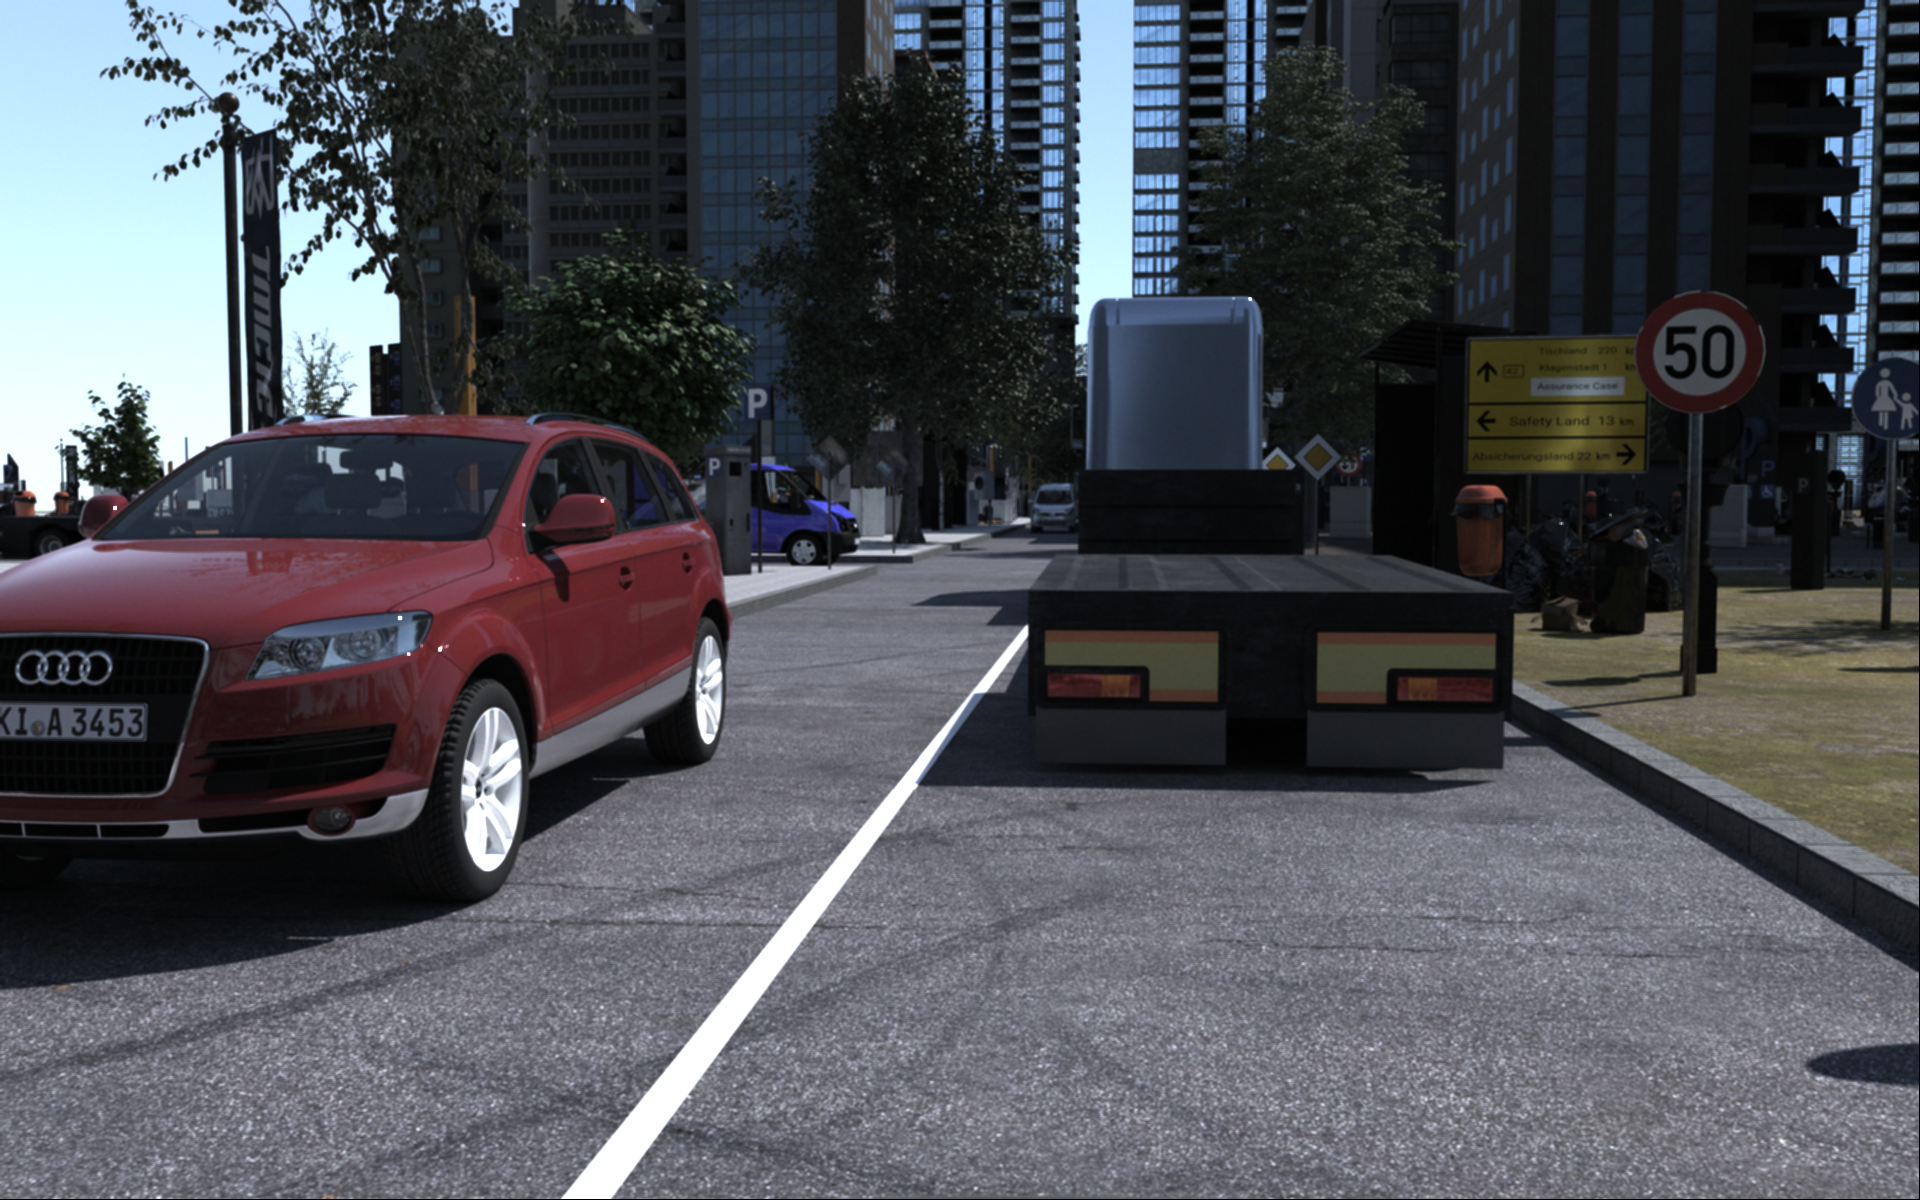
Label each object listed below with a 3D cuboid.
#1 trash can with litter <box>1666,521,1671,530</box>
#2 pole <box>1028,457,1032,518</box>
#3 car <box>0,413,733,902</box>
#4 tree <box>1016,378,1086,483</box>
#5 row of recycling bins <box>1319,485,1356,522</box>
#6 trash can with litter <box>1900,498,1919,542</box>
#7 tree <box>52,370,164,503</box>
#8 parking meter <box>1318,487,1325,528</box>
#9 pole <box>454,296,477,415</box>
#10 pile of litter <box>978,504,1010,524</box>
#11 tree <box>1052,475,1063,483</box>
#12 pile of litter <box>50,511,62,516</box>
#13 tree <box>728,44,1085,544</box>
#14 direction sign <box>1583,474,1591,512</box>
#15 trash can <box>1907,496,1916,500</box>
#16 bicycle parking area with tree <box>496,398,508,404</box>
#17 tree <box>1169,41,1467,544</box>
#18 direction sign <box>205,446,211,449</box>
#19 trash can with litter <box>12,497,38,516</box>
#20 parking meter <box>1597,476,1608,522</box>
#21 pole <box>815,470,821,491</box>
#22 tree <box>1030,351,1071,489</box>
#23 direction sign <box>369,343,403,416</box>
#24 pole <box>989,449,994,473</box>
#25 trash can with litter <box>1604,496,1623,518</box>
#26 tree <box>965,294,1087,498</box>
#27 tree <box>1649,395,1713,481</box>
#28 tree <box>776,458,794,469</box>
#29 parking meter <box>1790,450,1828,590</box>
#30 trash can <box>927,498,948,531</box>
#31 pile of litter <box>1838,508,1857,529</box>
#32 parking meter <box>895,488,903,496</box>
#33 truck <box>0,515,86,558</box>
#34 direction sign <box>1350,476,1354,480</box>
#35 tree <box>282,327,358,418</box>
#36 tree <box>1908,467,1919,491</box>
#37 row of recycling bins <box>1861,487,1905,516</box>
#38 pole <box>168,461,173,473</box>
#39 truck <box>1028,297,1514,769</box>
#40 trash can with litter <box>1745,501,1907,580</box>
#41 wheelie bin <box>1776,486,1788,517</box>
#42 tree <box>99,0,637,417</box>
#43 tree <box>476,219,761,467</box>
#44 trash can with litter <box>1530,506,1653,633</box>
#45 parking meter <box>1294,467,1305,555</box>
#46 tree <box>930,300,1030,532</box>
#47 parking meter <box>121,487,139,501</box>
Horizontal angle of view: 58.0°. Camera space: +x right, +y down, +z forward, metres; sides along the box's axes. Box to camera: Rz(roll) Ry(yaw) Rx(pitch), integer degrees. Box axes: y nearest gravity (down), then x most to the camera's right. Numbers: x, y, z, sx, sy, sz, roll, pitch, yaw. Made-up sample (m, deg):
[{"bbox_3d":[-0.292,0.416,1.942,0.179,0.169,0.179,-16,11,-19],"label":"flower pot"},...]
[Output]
[{"bbox_3d":[25.852,-3.111,62.248,1.055,1.170,0.624,-2,4,-34],"label":"trash can with litter"},{"bbox_3d":[3.753,-6.078,93.219,0.158,3.312,0.155,0,3,0],"label":"pole"},{"bbox_3d":[-2.478,0.050,7.857,2.281,1.827,5.304,0,4,6],"label":"car"},{"bbox_3d":[7.406,-12.207,134.002,8.767,10.594,7.601,3,5,44],"label":"tree"},{"bbox_3d":[17.097,-4.464,80.106,3.534,1.692,1.069,-2,4,-29],"label":"row of recycling bins"},{"bbox_3d":[25.495,-2.111,45.903,1.055,1.170,0.624,-2,4,-29],"label":"trash can with litter"},{"bbox_3d":[-13.005,-1.993,27.193,1.663,3.219,1.824,0,3,0],"label":"tree"},{"bbox_3d":[13.441,-3.447,64.775,0.372,1.533,0.369,0,3,0],"label":"parking meter"},{"bbox_3d":[-5.100,-1.473,17.925,0.158,3.312,0.155,0,3,0],"label":"pole"},{"bbox_3d":[1.334,-3.654,73.705,1.719,0.858,1.176,0,4,-6],"label":"pile of litter"},{"bbox_3d":[8.733,-9.698,153.171,1.663,3.219,1.824,0,3,0],"label":"tree"},{"bbox_3d":[-50.829,-5.129,97.820,1.176,0.858,1.719,2,4,35],"label":"pile of litter"},{"bbox_3d":[-1.315,-7.814,44.769,9.611,12.733,9.660,0,3,0],"label":"tree"},{"bbox_3d":[25.376,-4.780,70.153,0.379,3.537,0.876,3,5,41],"label":"direction sign"},{"bbox_3d":[58.595,-5.812,106.676,0.748,1.137,0.748,0,3,0],"label":"trash can"},{"bbox_3d":[-11.143,-3.927,51.214,8.231,4.147,9.016,1,4,20],"label":"bicycle parking area with tree"},{"bbox_3d":[8.994,-7.735,44.587,7.486,12.596,7.792,0,3,0],"label":"tree"},{"bbox_3d":[-35.497,-5.522,82.282,0.379,3.537,0.876,1,4,16],"label":"direction sign"},{"bbox_3d":[-50.989,-5.091,94.302,2.233,1.210,1.678,0,4,-3],"label":"trash can with litter"},{"bbox_3d":[21.022,-3.117,56.674,0.255,1.863,0.399,3,4,37],"label":"parking meter"},{"bbox_3d":[-5.544,-4.513,67.636,0.158,3.312,0.155,0,3,0],"label":"pole"},{"bbox_3d":[2.519,-8.072,82.331,4.737,8.622,4.395,0,3,0],"label":"tree"},{"bbox_3d":[-8.684,-2.097,26.279,0.876,3.537,0.379,3,5,41],"label":"direction sign"},{"bbox_3d":[1.434,-5.161,78.227,0.158,3.312,0.155,0,3,0],"label":"pole"},{"bbox_3d":[19.055,-2.484,51.676,2.233,1.210,1.678,1,4,13],"label":"trash can with litter"},{"bbox_3d":[4.764,-11.918,105.230,12.009,13.543,11.850,0,3,0],"label":"tree"},{"bbox_3d":[27.615,-7.087,66.235,4.737,8.622,4.395,0,3,0],"label":"tree"},{"bbox_3d":[-9.580,-6.046,93.457,1.663,3.219,1.824,0,3,0],"label":"tree"},{"bbox_3d":[11.439,-1.078,23.344,0.255,1.863,0.399,-1,4,-20],"label":"parking meter"},{"bbox_3d":[-0.778,-3.015,60.945,0.748,1.137,0.748,0,3,0],"label":"trash can"},{"bbox_3d":[32.501,-3.046,63.771,1.719,0.858,1.176,-2,4,-30],"label":"pile of litter"},{"bbox_3d":[-2.712,-4.216,77.342,0.372,1.533,0.369,0,3,0],"label":"parking meter"},{"bbox_3d":[-23.987,-2.790,35.368,18.799,4.110,2.967,0,4,5],"label":"truck"},{"bbox_3d":[21.840,-6.444,97.362,0.876,3.537,0.379,-3,4,-38],"label":"direction sign"},{"bbox_3d":[-28.526,-7.673,75.812,4.737,8.622,4.395,0,3,0],"label":"tree"},{"bbox_3d":[36.185,-4.270,64.408,1.663,3.219,1.824,0,3,0],"label":"tree"},{"bbox_3d":[51.535,-5.479,96.698,1.069,1.692,3.534,0,4,0],"label":"row of recycling bins"},{"bbox_3d":[-50.460,-7.142,110.612,0.158,3.312,0.155,0,3,0],"label":"pole"},{"bbox_3d":[2.405,-1.724,17.954,2.967,4.110,18.799,0,4,5],"label":"truck"},{"bbox_3d":[13.420,-0.954,26.656,1.678,1.210,2.233,-1,4,-22],"label":"trash can with litter"},{"bbox_3d":[32.080,-3.688,68.204,0.980,1.594,0.693,-2,4,-29],"label":"wheelie bin"},{"bbox_3d":[-4.566,-3.921,14.474,4.360,8.622,3.978,0,3,0],"label":"tree"},{"bbox_3d":[-4.080,-2.271,20.846,4.285,4.588,4.351,0,3,0],"label":"tree"},{"bbox_3d":[5.869,-0.288,16.099,1.055,1.170,0.624,2,4,31],"label":"trash can with litter"},{"bbox_3d":[6.989,-1.862,36.162,0.399,1.863,0.255,0,4,6],"label":"parking meter"},{"bbox_3d":[-0.376,-6.609,58.419,4.737,8.622,4.395,0,3,0],"label":"tree"},{"bbox_3d":[-18.812,-1.888,39.283,0.372,1.533,0.369,0,3,0],"label":"parking meter"}]
